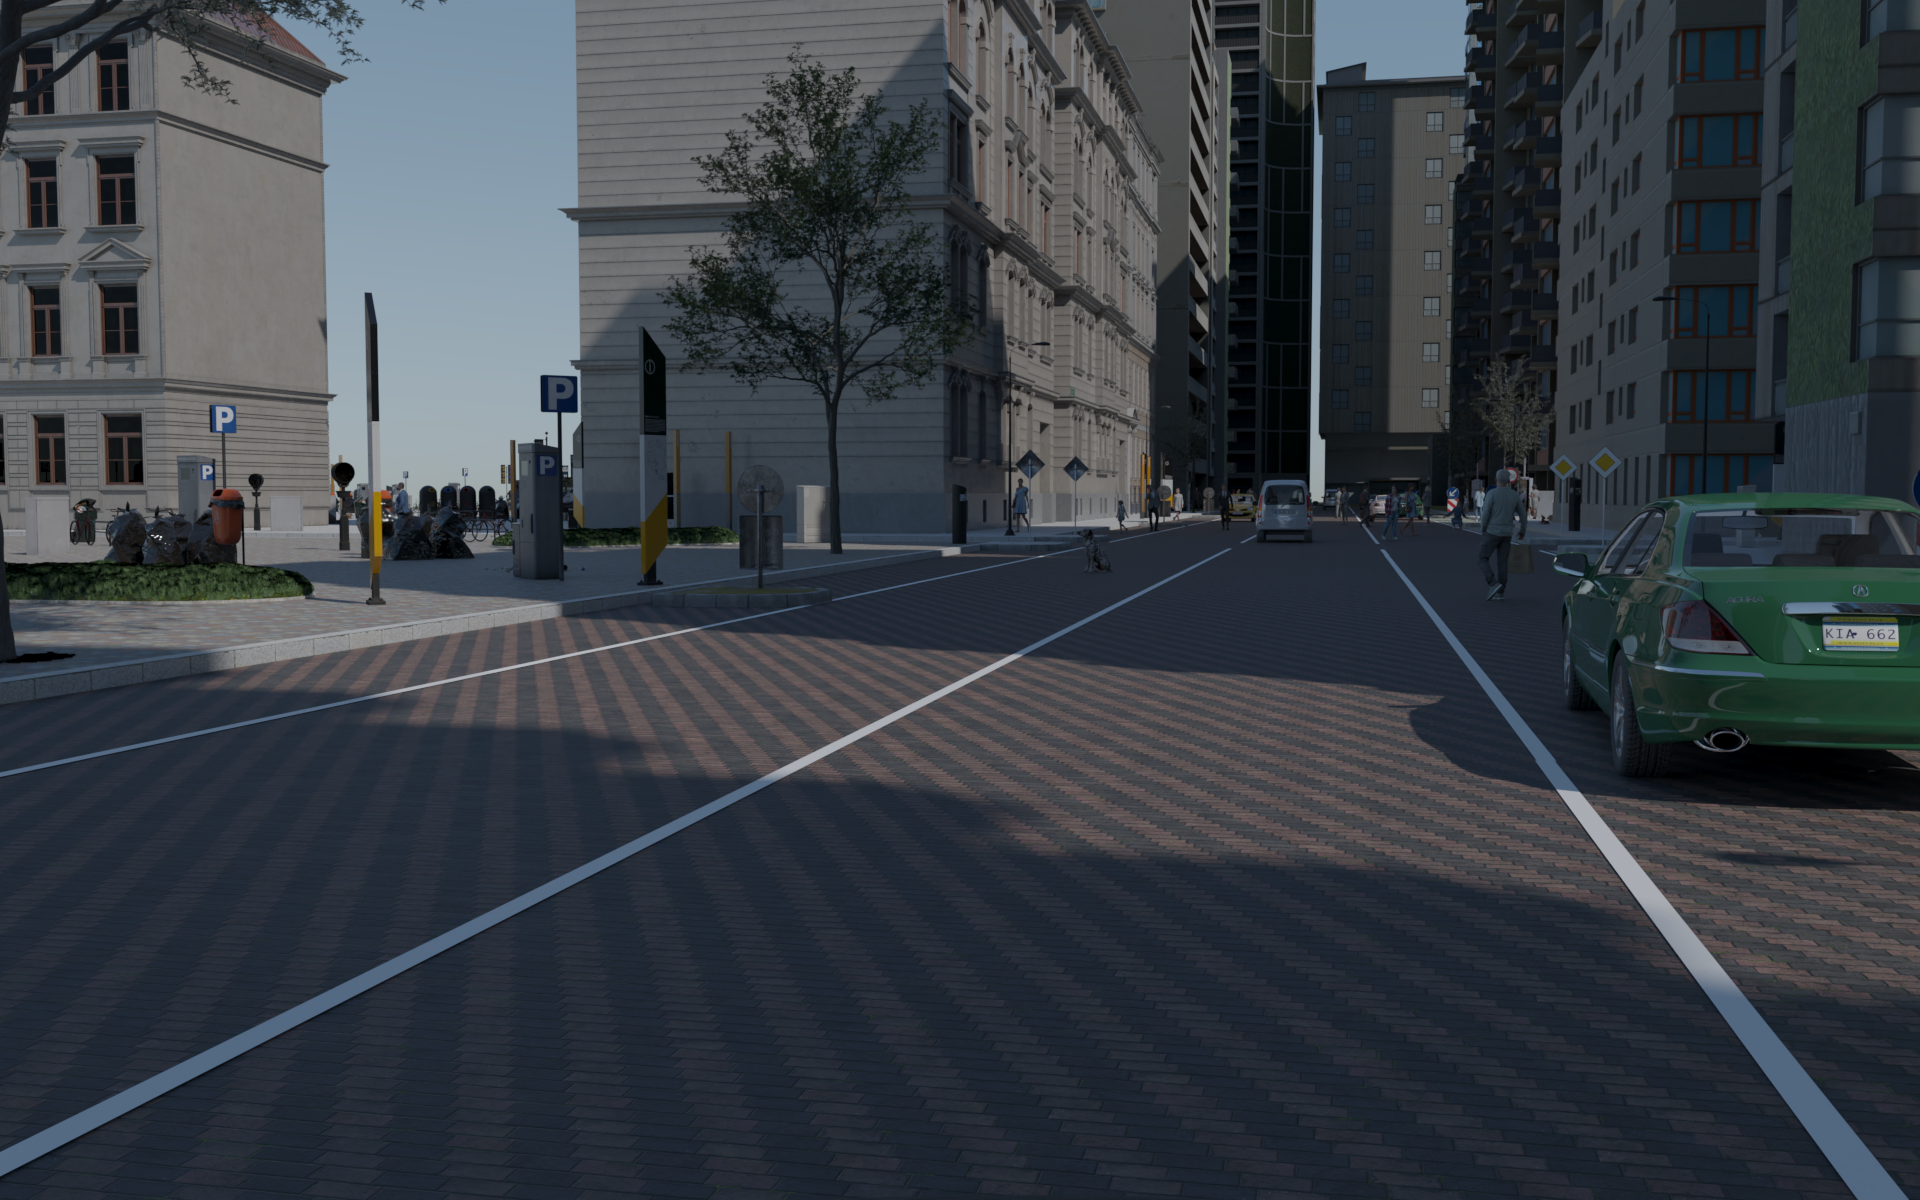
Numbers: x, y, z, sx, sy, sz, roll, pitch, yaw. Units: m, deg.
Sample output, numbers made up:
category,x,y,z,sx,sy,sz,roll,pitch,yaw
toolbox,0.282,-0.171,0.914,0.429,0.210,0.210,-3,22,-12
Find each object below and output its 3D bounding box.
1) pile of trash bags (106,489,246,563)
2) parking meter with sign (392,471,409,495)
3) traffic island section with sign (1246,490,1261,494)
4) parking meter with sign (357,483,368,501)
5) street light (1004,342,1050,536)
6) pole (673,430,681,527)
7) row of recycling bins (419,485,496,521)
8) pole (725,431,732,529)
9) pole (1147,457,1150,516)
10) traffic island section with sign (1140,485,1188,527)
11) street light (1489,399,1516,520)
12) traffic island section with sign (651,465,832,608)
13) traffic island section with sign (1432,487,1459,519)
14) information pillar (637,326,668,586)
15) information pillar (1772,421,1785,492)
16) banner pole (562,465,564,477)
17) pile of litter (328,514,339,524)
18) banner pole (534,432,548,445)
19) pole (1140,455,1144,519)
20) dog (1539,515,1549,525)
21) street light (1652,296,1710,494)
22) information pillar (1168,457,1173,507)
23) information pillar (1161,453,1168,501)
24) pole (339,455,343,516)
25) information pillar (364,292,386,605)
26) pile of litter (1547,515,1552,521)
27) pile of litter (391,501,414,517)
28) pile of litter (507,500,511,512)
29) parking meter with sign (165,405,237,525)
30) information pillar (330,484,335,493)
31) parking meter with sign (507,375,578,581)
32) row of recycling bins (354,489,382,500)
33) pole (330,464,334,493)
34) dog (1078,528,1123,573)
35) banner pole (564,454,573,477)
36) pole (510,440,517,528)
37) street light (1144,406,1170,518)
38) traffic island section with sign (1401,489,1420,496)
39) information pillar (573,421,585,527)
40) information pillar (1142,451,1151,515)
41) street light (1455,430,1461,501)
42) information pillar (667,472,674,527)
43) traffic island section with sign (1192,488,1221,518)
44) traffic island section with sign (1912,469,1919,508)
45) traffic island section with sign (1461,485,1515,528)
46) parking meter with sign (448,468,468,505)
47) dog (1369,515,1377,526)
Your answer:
category,x,y,z,sx,sy,sz,roll,pitch,yaw
pile of trash bags,-13.183,-1.215,29.614,3.447,1.369,1.912,3,5,40
parking meter with sign,-42.814,-8.284,131.698,0.543,3.016,1.738,2,4,35
traffic island section with sign,25.579,-8.789,152.324,1.989,1.847,2.006,1,4,12
parking meter with sign,-42.319,-7.729,122.622,0.543,3.016,1.738,2,4,34
street light,2.063,-4.924,53.046,1.470,5.913,1.316,1,4,12
pole,-9.013,-3.751,55.167,0.158,3.312,0.155,0,3,0
row of recycling bins,-24.013,-4.628,82.782,3.534,1.692,1.069,-1,4,-13
pole,-7.538,-3.829,56.445,0.158,3.312,0.155,0,3,0
pole,10.319,-6.180,94.880,0.158,3.312,0.155,0,3,0
traffic island section with sign,9.118,-4.189,77.111,1.989,1.847,2.006,1,4,12
street light,26.490,-6.852,84.568,1.470,5.913,1.316,1,4,12
traffic island section with sign,-2.773,-0.869,22.833,1.989,1.847,2.006,1,4,12
traffic island section with sign,28.605,-5.655,101.079,1.989,1.847,2.006,1,4,12
information pillar,-4.324,-2.020,24.375,0.183,3.616,0.504,2,4,32
information pillar,22.917,-3.479,48.236,0.504,3.616,0.183,0,4,8
banner pole,-30.314,-8.706,132.362,0.863,3.779,0.401,-1,4,-14
pile of litter,-27.404,-3.692,74.324,1.719,0.858,1.176,0,4,-1
banner pole,-16.702,-4.851,69.332,0.401,3.779,0.863,2,4,35
pole,9.402,-5.843,89.380,0.158,3.312,0.155,0,3,0
dog,24.620,-3.388,73.135,0.550,0.427,0.748,2,4,30
street light,16.916,-4.165,40.633,1.470,5.913,1.316,1,4,12
information pillar,12.040,-6.658,100.207,0.504,3.616,0.183,-1,4,-9
information pillar,11.443,-6.517,97.909,0.183,3.616,0.504,0,4,-8
pole,-32.340,-5.912,90.509,0.158,3.312,0.155,0,3,0
information pillar,-6.766,-1.751,19.983,0.183,3.616,0.504,-2,4,-25
pile of litter,28.831,-4.256,83.547,1.719,0.858,1.176,-2,4,-29
pile of litter,-36.141,-5.962,111.447,1.176,0.858,1.719,0,4,8
pile of litter,-32.876,-6.845,125.877,1.719,0.858,1.176,2,4,34
parking meter with sign,-15.142,-2.332,34.396,1.738,3.016,0.543,2,4,30
information pillar,-46.845,-7.634,129.310,0.304,2.012,0.304,-3,4,-36
parking meter with sign,-6.341,-1.830,26.174,0.543,3.016,1.738,-2,4,-34
row of recycling bins,-43.145,-7.305,126.552,1.069,1.692,3.534,1,4,8
pole,-42.414,-7.538,117.088,0.158,3.312,0.155,0,3,0
dog,2.609,-0.910,31.720,0.800,0.831,0.513,1,4,20
banner pole,-21.520,-6.512,96.483,0.401,3.779,0.863,1,4,13
pole,-16.813,-4.365,65.209,0.158,3.312,0.155,0,3,0
street light,10.415,-7.287,91.681,1.470,5.913,1.316,1,4,12
traffic island section with sign,39.301,-8.642,149.918,1.989,1.847,2.006,1,4,12
information pillar,-12.323,-3.953,55.991,0.504,3.616,0.183,3,5,41
information pillar,10.237,-6.352,95.202,0.504,3.616,0.183,0,4,-8
street light,34.932,-9.198,122.925,1.470,5.913,1.316,1,4,12
information pillar,-9.458,-3.187,56.606,0.304,2.012,0.304,0,4,-3
traffic island section with sign,14.976,-5.827,103.893,1.989,1.847,2.006,1,4,12
traffic island section with sign,10.793,-0.675,19.661,1.989,1.847,2.006,1,4,12
traffic island section with sign,22.854,-4.044,74.742,1.989,1.847,2.006,1,4,12
parking meter with sign,-33.926,-7.337,116.218,1.738,3.016,0.543,1,4,16
dog,18.590,-3.629,78.619,0.540,0.507,0.406,-1,4,-23
